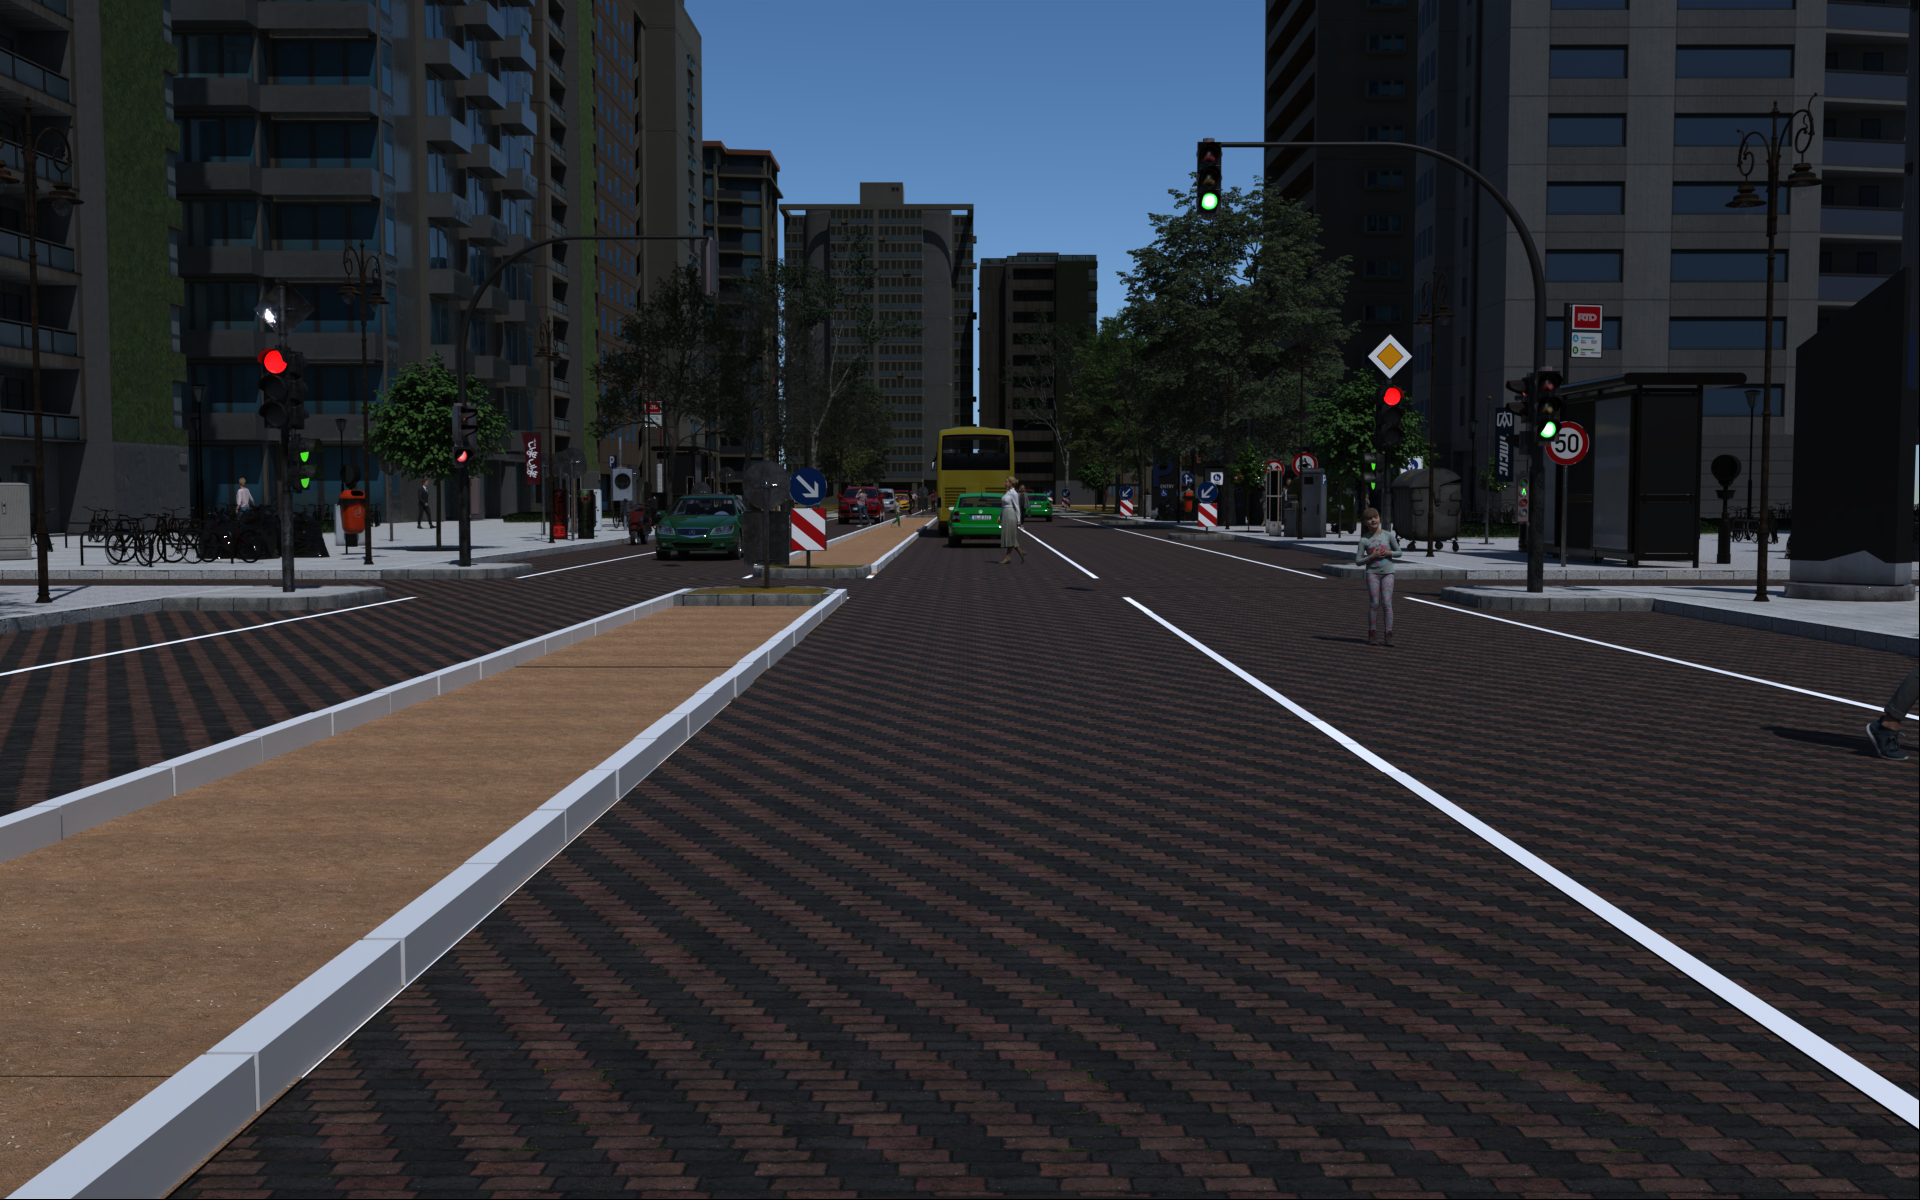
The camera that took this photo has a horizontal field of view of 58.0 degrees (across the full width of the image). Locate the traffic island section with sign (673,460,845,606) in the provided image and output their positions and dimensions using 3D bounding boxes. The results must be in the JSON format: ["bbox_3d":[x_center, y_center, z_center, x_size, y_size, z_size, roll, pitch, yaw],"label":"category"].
[{"bbox_3d":[-2.636,-0.904,22.919,2.006,1.907,1.989,0,4,0],"label":"traffic island section with sign"}]

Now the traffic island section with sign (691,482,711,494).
[{"bbox_3d":[-8.354,-2.890,55.880,1.989,1.847,2.006,0,4,0],"label":"traffic island section with sign"}]

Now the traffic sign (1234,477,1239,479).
[{"bbox_3d":[12.578,-4.882,79.933,0.768,2.556,0.104,1,4,9],"label":"traffic sign"}]

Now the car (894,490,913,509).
[{"bbox_3d":[-5.545,-9.548,164.778,2.281,1.827,5.304,0,4,0],"label":"car"}]

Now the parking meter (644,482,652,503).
[{"bbox_3d":[-14.883,-4.706,82.658,0.255,1.863,0.399,1,4,16],"label":"parking meter"}]

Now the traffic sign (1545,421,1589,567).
[{"bbox_3d":[10.618,-1.853,30.399,0.768,2.556,0.104,0,4,3],"label":"traffic sign"}]

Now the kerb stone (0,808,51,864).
[{"bbox_3d":[-3.753,0.954,6.613,0.120,0.150,1.000,0,4,0],"label":"kerb stone"}]

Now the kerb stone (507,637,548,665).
[{"bbox_3d":[-3.728,0.452,14.801,0.120,0.150,1.000,0,4,0],"label":"kerb stone"}]

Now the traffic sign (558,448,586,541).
[{"bbox_3d":[-10.617,-2.895,47.438,0.768,2.556,0.104,0,4,1],"label":"traffic sign"}]

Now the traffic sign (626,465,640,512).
[{"bbox_3d":[-14.183,-4.564,74.729,0.768,2.556,0.104,0,4,1],"label":"traffic sign"}]

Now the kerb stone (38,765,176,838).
[{"bbox_3d":[-3.760,0.891,7.635,0.120,0.150,1.000,0,4,0],"label":"kerb stone"}]

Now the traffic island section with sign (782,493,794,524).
[{"bbox_3d":[-8.222,-4.556,83.114,1.989,1.847,2.006,0,4,0],"label":"traffic island section with sign"}]

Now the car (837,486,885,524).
[{"bbox_3d":[-4.731,-4.572,83.427,2.281,1.827,5.304,0,3,0],"label":"car"}]

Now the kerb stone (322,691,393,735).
[{"bbox_3d":[-3.748,0.708,10.701,0.120,0.150,1.000,0,4,0],"label":"kerb stone"}]

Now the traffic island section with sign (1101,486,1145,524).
[{"bbox_3d":[7.789,-4.543,82.906,1.989,1.847,2.006,0,4,0],"label":"traffic island section with sign"}]

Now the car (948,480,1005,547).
[{"bbox_3d":[0.622,-2.388,47.835,1.959,1.807,4.718,0,4,2],"label":"car"}]

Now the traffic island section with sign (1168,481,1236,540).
[{"bbox_3d":[7.675,-2.850,55.228,1.989,1.847,2.006,0,4,0],"label":"traffic island section with sign"}]

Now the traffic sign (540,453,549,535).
[{"bbox_3d":[-13.004,-3.301,54.082,0.768,2.556,0.104,0,4,8],"label":"traffic sign"}]

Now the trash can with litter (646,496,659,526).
[{"bbox_3d":[-11.973,-3.556,69.190,2.233,1.210,1.678,1,4,15],"label":"trash can with litter"}]

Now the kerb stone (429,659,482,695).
[{"bbox_3d":[-3.734,0.578,12.744,0.120,0.150,1.000,0,4,0],"label":"kerb stone"}]

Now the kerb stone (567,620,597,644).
[{"bbox_3d":[-3.719,0.329,16.846,0.120,0.150,1.000,0,4,0],"label":"kerb stone"}]

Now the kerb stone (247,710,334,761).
[{"bbox_3d":[-3.755,0.766,9.679,0.120,0.150,1.000,0,4,0],"label":"kerb stone"}]

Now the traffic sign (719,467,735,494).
[{"bbox_3d":[-10.842,-4.919,80.535,0.768,2.556,0.104,0,4,3],"label":"traffic sign"}]

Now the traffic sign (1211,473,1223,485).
[{"bbox_3d":[12.093,-4.856,81.525,0.606,2.300,0.079,0,4,8],"label":"traffic sign"}]

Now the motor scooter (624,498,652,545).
[{"bbox_3d":[-9.099,-2.224,49.138,0.815,1.314,1.986,0,4,1],"label":"motor scooter"}]

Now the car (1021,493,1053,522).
[{"bbox_3d":[3.905,-4.999,90.529,1.959,1.807,4.718,0,4,1],"label":"car"}]

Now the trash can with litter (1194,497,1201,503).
[{"bbox_3d":[12.700,-4.916,91.763,1.055,1.170,0.624,2,4,29],"label":"trash can with litter"}]

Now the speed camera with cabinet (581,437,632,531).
[{"bbox_3d":[-12.379,-4.003,59.791,2.038,3.252,0.660,-1,4,-20],"label":"speed camera with cabinet"}]

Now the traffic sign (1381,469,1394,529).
[{"bbox_3d":[12.735,-3.183,52.151,0.768,2.556,0.104,1,4,9],"label":"traffic sign"}]

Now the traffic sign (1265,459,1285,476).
[{"bbox_3d":[11.572,-3.901,63.883,0.768,2.556,0.104,0,4,1],"label":"traffic sign"}]

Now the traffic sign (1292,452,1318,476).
[{"bbox_3d":[10.445,-3.206,52.532,0.768,2.556,0.104,1,4,9],"label":"traffic sign"}]

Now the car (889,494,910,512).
[{"bbox_3d":[-4.754,-7.816,138.014,2.015,1.641,3.980,0,4,-1],"label":"car"}]

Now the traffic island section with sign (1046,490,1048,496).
[{"bbox_3d":[8.127,-9.278,160.317,1.989,1.847,2.006,0,4,0],"label":"traffic island section with sign"}]

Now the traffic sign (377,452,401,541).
[{"bbox_3d":[-15.394,-2.858,46.832,0.768,2.556,0.104,1,4,9],"label":"traffic sign"}]

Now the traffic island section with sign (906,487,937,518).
[{"bbox_3d":[-2.278,-5.953,105.464,2.006,1.907,1.989,0,4,0],"label":"traffic island section with sign"}]

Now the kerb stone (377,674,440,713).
[{"bbox_3d":[-3.747,0.642,11.722,0.120,0.150,1.000,0,4,0],"label":"kerb stone"}]

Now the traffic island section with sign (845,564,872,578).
[{"bbox_3d":[-2.595,-1.357,30.326,2.006,1.907,1.989,0,4,0],"label":"traffic island section with sign"}]

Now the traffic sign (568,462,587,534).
[{"bbox_3d":[-12.399,-3.412,55.890,0.768,2.556,0.104,0,4,5],"label":"traffic sign"}]

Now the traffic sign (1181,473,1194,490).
[{"bbox_3d":[13.644,-6.348,103.887,0.768,2.556,0.104,0,4,4],"label":"traffic sign"}]

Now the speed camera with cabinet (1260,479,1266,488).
[{"bbox_3d":[13.865,-5.066,77.168,0.660,3.252,2.038,-3,5,-43],"label":"speed camera with cabinet"}]

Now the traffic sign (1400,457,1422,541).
[{"bbox_3d":[12.273,-2.755,47.166,0.606,2.300,0.079,1,4,8],"label":"traffic sign"}]

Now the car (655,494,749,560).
[{"bbox_3d":[-5.702,-1.677,39.222,2.131,1.459,4.920,0,3,0],"label":"car"}]

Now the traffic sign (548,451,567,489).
[{"bbox_3d":[-11.935,-3.161,51.781,0.768,2.556,0.104,0,4,3],"label":"traffic sign"}]

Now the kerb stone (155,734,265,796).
[{"bbox_3d":[-3.754,0.828,8.657,0.120,0.150,1.000,0,4,0],"label":"kerb stone"}]

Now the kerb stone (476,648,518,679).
[{"bbox_3d":[-3.725,0.518,13.777,0.120,0.150,1.000,0,4,0],"label":"kerb stone"}]

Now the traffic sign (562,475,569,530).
[{"bbox_3d":[-13.870,-3.732,61.131,0.768,2.556,0.104,0,4,7],"label":"traffic sign"}]

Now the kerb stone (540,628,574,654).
[{"bbox_3d":[-3.721,0.390,15.824,0.120,0.150,1.000,0,4,0],"label":"kerb stone"}]

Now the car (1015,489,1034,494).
[{"bbox_3d":[4.876,-7.652,133.786,2.281,1.827,5.304,0,4,-1],"label":"car"}]

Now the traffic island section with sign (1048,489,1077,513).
[{"bbox_3d":[8.007,-7.628,133.351,1.989,1.847,2.006,0,4,0],"label":"traffic island section with sign"}]
